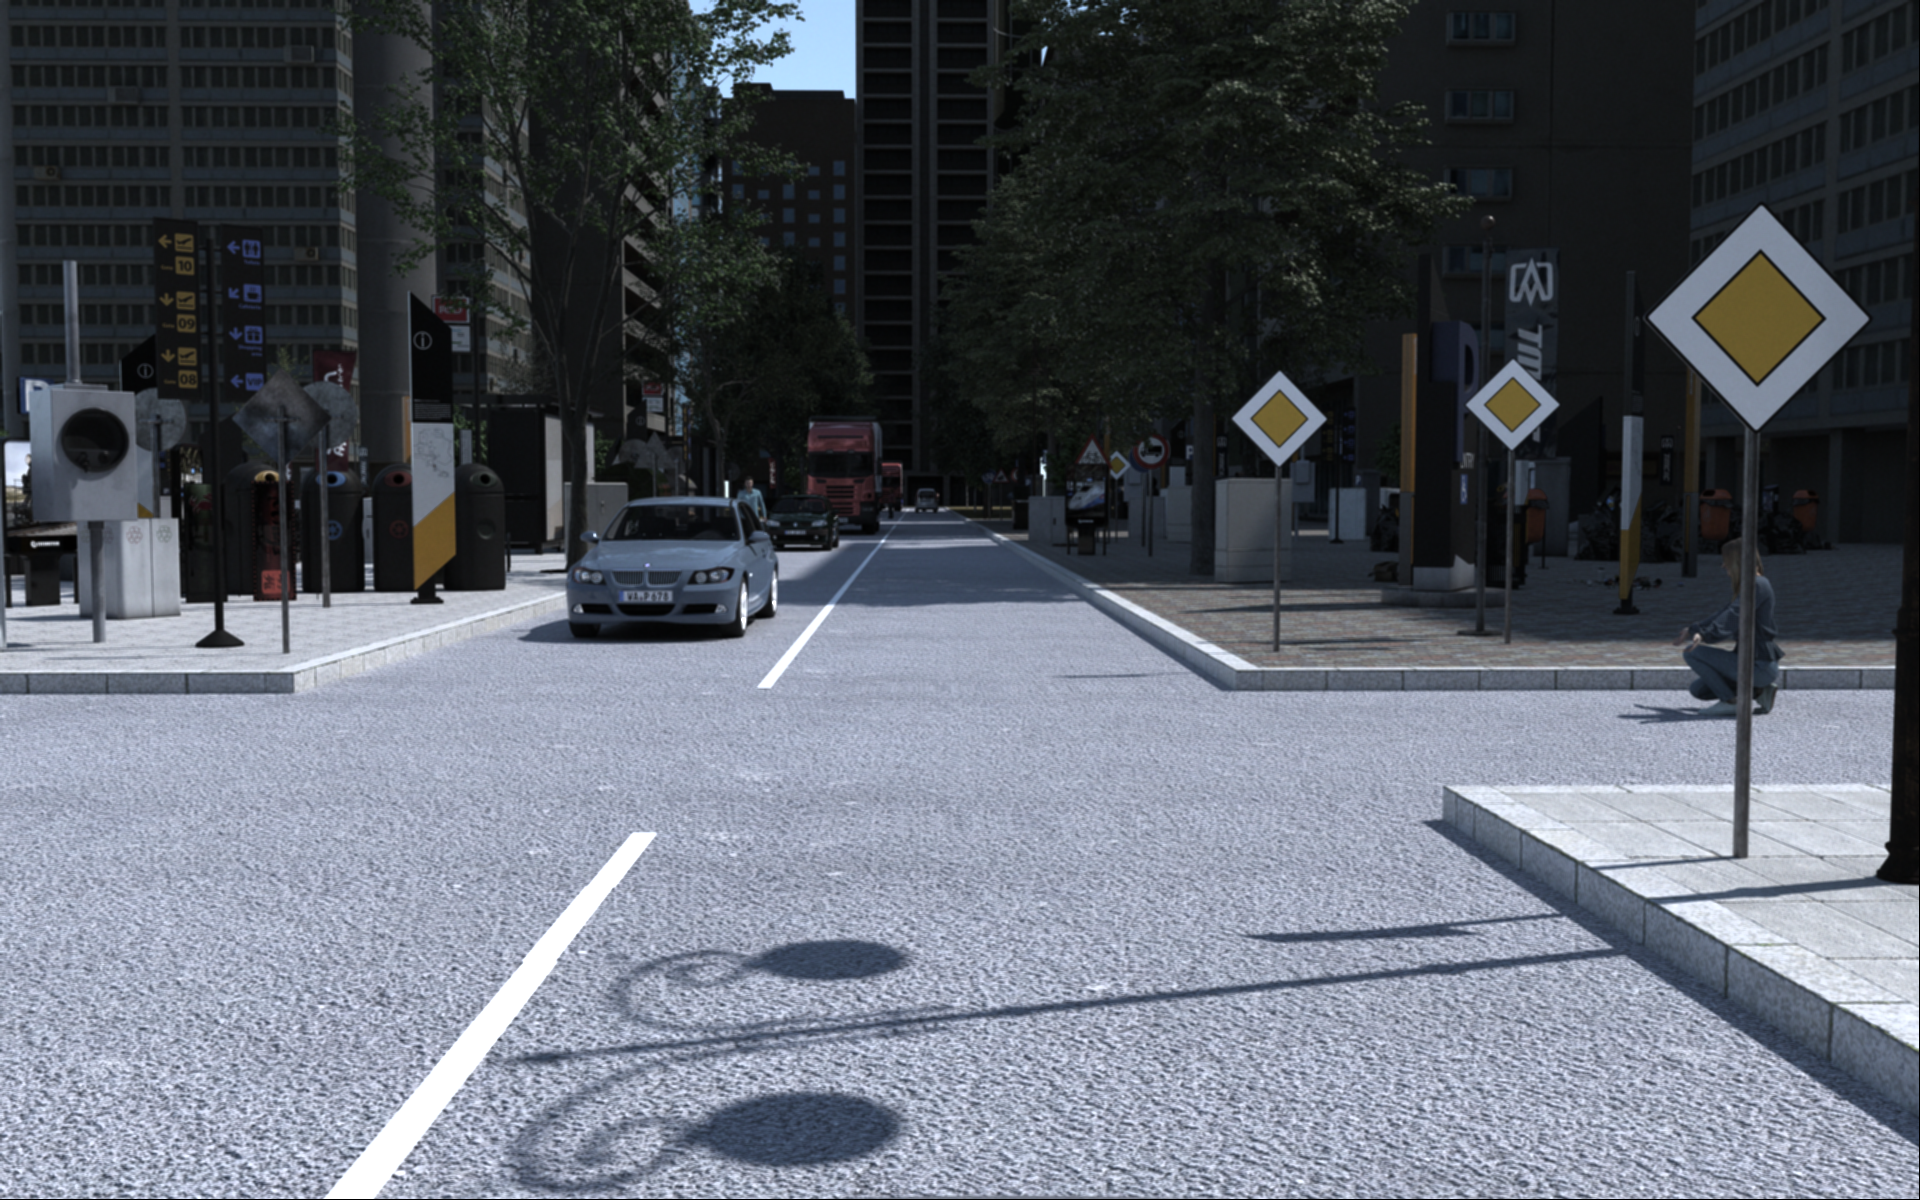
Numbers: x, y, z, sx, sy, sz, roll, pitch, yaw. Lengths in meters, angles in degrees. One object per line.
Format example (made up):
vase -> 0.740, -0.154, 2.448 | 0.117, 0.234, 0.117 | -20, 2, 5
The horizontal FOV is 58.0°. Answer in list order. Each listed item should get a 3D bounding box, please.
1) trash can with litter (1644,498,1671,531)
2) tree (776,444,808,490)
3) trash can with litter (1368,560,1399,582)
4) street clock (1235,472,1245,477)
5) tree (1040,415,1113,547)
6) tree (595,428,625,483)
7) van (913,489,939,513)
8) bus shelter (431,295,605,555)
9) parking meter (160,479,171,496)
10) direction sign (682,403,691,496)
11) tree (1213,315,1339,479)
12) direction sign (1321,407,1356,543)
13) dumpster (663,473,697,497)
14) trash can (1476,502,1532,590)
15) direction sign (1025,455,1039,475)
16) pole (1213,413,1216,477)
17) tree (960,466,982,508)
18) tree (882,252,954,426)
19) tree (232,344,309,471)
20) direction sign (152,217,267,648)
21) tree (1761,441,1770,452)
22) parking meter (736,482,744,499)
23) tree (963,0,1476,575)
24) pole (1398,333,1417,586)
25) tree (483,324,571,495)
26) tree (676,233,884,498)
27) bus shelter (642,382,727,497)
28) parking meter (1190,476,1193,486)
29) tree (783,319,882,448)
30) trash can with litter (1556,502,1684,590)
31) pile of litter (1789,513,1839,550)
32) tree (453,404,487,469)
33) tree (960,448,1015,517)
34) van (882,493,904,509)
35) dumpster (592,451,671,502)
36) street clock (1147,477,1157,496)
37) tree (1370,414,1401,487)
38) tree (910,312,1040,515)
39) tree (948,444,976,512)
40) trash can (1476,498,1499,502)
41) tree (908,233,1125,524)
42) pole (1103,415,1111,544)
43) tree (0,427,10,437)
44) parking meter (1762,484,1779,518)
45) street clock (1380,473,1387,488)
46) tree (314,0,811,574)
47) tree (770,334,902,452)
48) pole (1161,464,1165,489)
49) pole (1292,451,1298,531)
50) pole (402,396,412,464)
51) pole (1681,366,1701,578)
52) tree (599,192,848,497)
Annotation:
trash can with litter -> 17.995, -2.069, 45.223 | 1.055, 1.170, 0.624 | -1, 4, -11
tree -> -8.817, -6.991, 98.019 | 4.285, 4.588, 4.351 | 0, 3, 0
trash can with litter -> 6.469, -0.843, 25.169 | 1.055, 1.170, 0.624 | 2, 4, 29
street clock -> 9.193, -3.203, 56.946 | 0.358, 2.002, 0.471 | -1, 4, -8
tree -> 2.731, -2.951, 42.852 | 1.663, 3.219, 1.824 | 0, 3, 0
tree -> -18.104, -6.310, 86.889 | 4.285, 4.588, 4.351 | 0, 3, 0
van -> -2.593, -7.660, 132.252 | 2.013, 2.044, 4.112 | 0, 4, -2
bus shelter -> -9.629, -3.678, 37.764 | 2.179, 5.291, 8.768 | 0, 4, -1
parking meter -> -30.939, -3.777, 67.468 | 0.399, 1.863, 0.255 | -2, 4, -32
direction sign -> -6.860, -3.152, 43.525 | 0.379, 3.537, 0.876 | 0, 4, 2
tree -> 13.071, -7.250, 68.902 | 4.360, 8.622, 3.978 | 0, 3, 0
direction sign -> 9.819, -3.244, 45.031 | 0.876, 3.537, 0.379 | 0, 4, 7
dumpster -> -7.932, -2.549, 47.431 | 1.264, 1.857, 1.865 | 0, 4, -1
trash can -> 7.323, -0.718, 23.393 | 0.748, 1.137, 0.748 | 0, 3, 0
direction sign -> 3.422, -5.552, 82.764 | 0.876, 3.537, 0.379 | -2, 4, -32
pole -> 6.346, -3.054, 43.769 | 0.158, 3.312, 0.155 | 0, 3, 0
tree -> 0.836, -12.868, 160.759 | 4.737, 8.622, 4.395 | 0, 3, 0
tree -> 2.678, -8.551, 57.932 | 7.486, 12.596, 7.792 | 0, 3, 0
tree -> -33.523, -8.214, 84.660 | 4.737, 8.622, 4.395 | 0, 3, 0
direction sign -> -6.246, -1.377, 14.511 | 0.876, 3.537, 0.379 | -3, 5, -40
tree -> 30.934, -7.009, 64.961 | 4.737, 8.622, 4.395 | 0, 3, 0
parking meter -> -10.573, -4.757, 83.483 | 0.399, 1.863, 0.255 | 0, 4, 0
tree -> 3.959, -6.647, 26.800 | 7.486, 12.596, 7.792 | 0, 3, 0
pole -> 5.736, -1.731, 22.138 | 0.158, 3.312, 0.155 | 0, 3, 0
tree -> -18.974, -7.618, 74.918 | 4.360, 8.622, 3.978 | 0, 3, 0
tree -> -8.044, -9.750, 76.413 | 9.611, 12.733, 9.660 | 0, 3, 0
bus shelter -> -10.136, -5.259, 63.614 | 2.179, 5.291, 8.768 | 0, 4, -1
parking meter -> 6.605, -2.605, 48.303 | 0.255, 1.863, 0.399 | 3, 5, 45
tree -> -8.485, -11.793, 110.943 | 7.486, 12.596, 7.792 | 0, 3, 0
trash can with litter -> 9.237, -0.805, 24.214 | 1.678, 1.210, 2.233 | 1, 4, 18
pile of litter -> 19.488, -1.607, 40.246 | 1.176, 0.858, 1.719 | -2, 4, -27
tree -> -17.822, -4.746, 61.315 | 4.285, 4.588, 4.351 | 0, 3, 0
tree -> 1.512, -7.003, 98.220 | 4.285, 4.588, 4.351 | 0, 3, 0
van -> -6.434, -9.773, 164.170 | 2.240, 2.365, 5.245 | 0, 4, -1
dumpster -> -7.312, -2.207, 38.571 | 1.502, 2.255, 1.985 | 0, 4, -1
street clock -> 8.027, -4.178, 72.872 | 0.471, 2.002, 0.358 | -1, 4, -13
tree -> 16.878, -4.902, 63.857 | 4.285, 4.588, 4.351 | 0, 3, 0
tree -> 1.800, -12.272, 107.294 | 9.857, 13.997, 8.962 | 0, 3, 0
tree -> 0.929, -10.496, 121.969 | 4.360, 8.622, 3.978 | 0, 3, 0
trash can -> 17.783, -2.864, 58.472 | 0.748, 1.137, 0.748 | 0, 3, 0
tree -> 2.627, -9.589, 73.789 | 9.611, 12.733, 9.660 | 0, 3, 0
pole -> 3.793, -3.109, 44.667 | 0.158, 3.312, 0.155 | 0, 3, 0
tree -> -40.359, -5.342, 71.055 | 4.285, 4.588, 4.351 | 0, 3, 0
parking meter -> 20.870, -2.214, 44.615 | 0.372, 1.533, 0.369 | 0, 3, 0
street clock -> 14.805, -3.425, 60.563 | 0.358, 2.002, 0.471 | 1, 4, 16
tree -> -6.218, -6.237, 27.738 | 9.928, 11.665, 9.643 | 0, 3, 0
tree -> -9.331, -13.280, 127.496 | 12.009, 13.543, 11.850 | 0, 3, 0
pole -> 8.009, -4.556, 68.326 | 0.158, 3.312, 0.155 | 0, 3, 0
pole -> 11.541, -4.028, 59.701 | 0.158, 3.312, 0.155 | 0, 3, 0
pole -> -11.543, -2.593, 36.246 | 0.158, 3.312, 0.155 | 0, 3, 0
pole -> 11.243, -2.004, 26.608 | 0.158, 3.312, 0.155 | 0, 3, 0
tree -> -7.123, -7.244, 52.846 | 8.767, 10.594, 7.601 | 1, 4, 16
